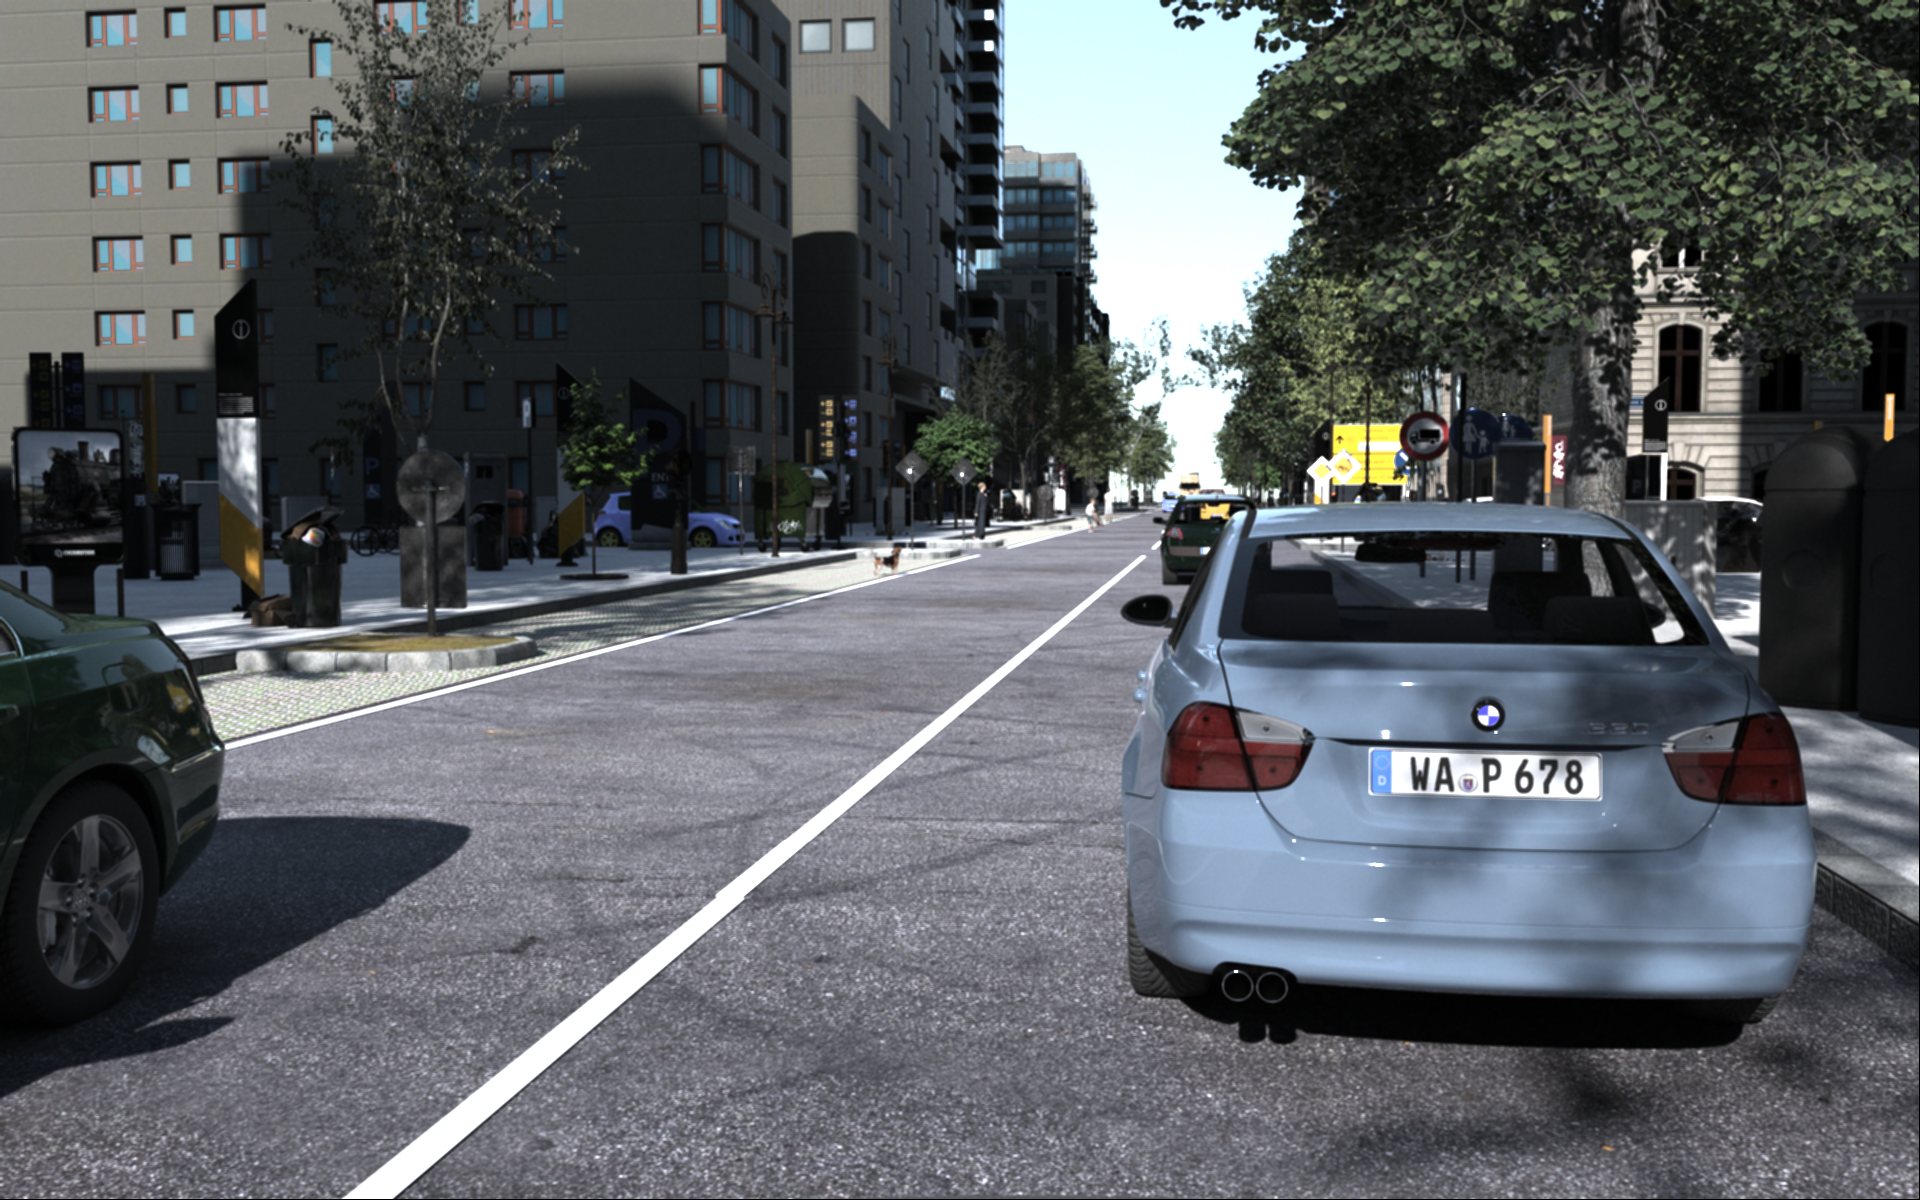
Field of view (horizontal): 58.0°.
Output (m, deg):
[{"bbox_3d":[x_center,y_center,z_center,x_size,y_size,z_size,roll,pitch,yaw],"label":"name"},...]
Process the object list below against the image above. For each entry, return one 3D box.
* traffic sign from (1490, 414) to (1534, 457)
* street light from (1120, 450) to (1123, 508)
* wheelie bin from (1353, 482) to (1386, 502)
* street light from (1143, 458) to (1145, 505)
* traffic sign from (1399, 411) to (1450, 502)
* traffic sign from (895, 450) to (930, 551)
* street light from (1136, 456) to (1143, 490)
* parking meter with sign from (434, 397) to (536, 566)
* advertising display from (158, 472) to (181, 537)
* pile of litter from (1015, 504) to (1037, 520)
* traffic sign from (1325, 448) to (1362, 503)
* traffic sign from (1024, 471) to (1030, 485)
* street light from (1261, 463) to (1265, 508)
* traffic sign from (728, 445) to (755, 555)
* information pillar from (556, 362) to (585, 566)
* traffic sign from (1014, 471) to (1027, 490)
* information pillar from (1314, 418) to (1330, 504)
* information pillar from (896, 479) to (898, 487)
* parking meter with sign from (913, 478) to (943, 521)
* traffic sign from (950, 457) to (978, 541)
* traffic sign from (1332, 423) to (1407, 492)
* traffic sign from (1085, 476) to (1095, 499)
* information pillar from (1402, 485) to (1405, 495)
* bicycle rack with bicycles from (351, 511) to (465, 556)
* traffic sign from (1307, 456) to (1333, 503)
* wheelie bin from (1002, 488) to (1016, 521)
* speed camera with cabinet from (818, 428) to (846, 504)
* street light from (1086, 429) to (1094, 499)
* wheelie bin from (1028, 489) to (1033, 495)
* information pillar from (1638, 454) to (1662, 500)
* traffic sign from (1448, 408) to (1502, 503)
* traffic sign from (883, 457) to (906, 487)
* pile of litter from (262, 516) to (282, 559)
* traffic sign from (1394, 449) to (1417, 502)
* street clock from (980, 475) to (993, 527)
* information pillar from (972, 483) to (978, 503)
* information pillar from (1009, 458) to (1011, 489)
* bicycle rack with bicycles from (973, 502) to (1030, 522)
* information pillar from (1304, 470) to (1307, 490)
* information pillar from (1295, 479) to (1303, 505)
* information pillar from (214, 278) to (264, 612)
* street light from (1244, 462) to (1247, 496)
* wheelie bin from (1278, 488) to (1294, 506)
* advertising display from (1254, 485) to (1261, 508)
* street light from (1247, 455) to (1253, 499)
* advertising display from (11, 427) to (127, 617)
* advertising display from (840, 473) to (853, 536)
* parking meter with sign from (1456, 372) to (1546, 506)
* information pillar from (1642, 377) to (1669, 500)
[{"bbox_3d":[8.727,-1.684,27.636,0.768,2.556,0.104,1,4,12],"label":"traffic sign"},{"bbox_3d":[14.742,-11.369,158.668,0.468,5.910,1.993,1,4,8],"label":"street light"},{"bbox_3d":[11.117,-2.386,46.920,0.980,1.594,0.693,-3,5,-42],"label":"wheelie bin"},{"bbox_3d":[21.847,-14.257,205.890,0.468,5.910,1.993,1,4,8],"label":"street light"},{"bbox_3d":[7.146,-1.625,26.681,0.768,2.556,0.104,1,4,11],"label":"traffic sign"},{"bbox_3d":[-1.079,-2.176,39.224,0.795,2.450,0.064,1,4,8],"label":"traffic sign"},{"bbox_3d":[19.808,-13.485,193.261,0.468,5.910,1.993,1,4,8],"label":"street light"},{"bbox_3d":[-8.512,-2.125,31.008,1.738,3.016,0.543,-2,4,-30],"label":"parking meter with sign"},{"bbox_3d":[-23.584,-2.822,51.361,0.123,1.923,0.974,2,4,33],"label":"advertising display"},{"bbox_3d":[3.083,-4.455,86.804,1.719,0.858,1.176,-1,4,-13],"label":"pile of litter"},{"bbox_3d":[8.357,-2.089,37.797,0.795,2.450,0.064,1,4,8],"label":"traffic sign"},{"bbox_3d":[3.594,-5.911,96.753,0.768,2.556,0.104,1,4,12],"label":"traffic sign"},{"bbox_3d":[21.918,-9.358,125.794,0.468,5.910,1.993,1,4,8],"label":"street light"},{"bbox_3d":[-4.597,-2.095,36.380,0.606,2.300,0.079,1,4,16],"label":"traffic sign"},{"bbox_3d":[-6.904,-2.404,30.662,0.504,3.616,0.183,1,4,10],"label":"information pillar"},{"bbox_3d":[3.368,-5.890,96.408,0.768,2.556,0.104,1,4,15],"label":"traffic sign"},{"bbox_3d":[11.192,-3.799,53.468,0.504,3.616,0.183,-1,4,-17],"label":"information pillar"},{"bbox_3d":[-2.925,-4.763,82.362,0.304,2.012,0.304,1,4,16],"label":"information pillar"},{"bbox_3d":[-1.530,-5.387,84.335,1.738,3.016,0.543,2,4,34],"label":"parking meter with sign"},{"bbox_3d":[0.102,-2.659,47.122,0.795,2.450,0.064,1,4,8],"label":"traffic sign"},{"bbox_3d":[11.852,-3.439,50.098,2.265,3.308,0.079,1,4,18],"label":"traffic sign"},{"bbox_3d":[9.109,-7.425,121.504,0.768,2.556,0.104,1,4,13],"label":"traffic sign"},{"bbox_3d":[21.993,-5.781,85.876,0.183,3.616,0.504,0,4,3],"label":"information pillar"},{"bbox_3d":[-11.654,-1.451,37.103,2.925,0.926,2.852,-2,4,-26],"label":"bicycle rack with bicycles"},{"bbox_3d":[9.539,-2.572,45.695,0.795,2.450,0.064,1,4,8],"label":"traffic sign"},{"bbox_3d":[2.368,-4.649,83.921,0.693,1.594,0.980,0,4,-6],"label":"wheelie bin"},{"bbox_3d":[-4.475,-3.534,52.117,2.038,3.252,0.660,2,4,24],"label":"speed camera with cabinet"},{"bbox_3d":[9.458,-9.206,123.307,0.468,5.910,1.993,1,4,8],"label":"street light"},{"bbox_3d":[4.849,-6.471,113.708,0.980,1.594,0.693,-2,4,-24],"label":"wheelie bin"},{"bbox_3d":[12.657,-1.672,31.824,0.304,2.012,0.304,-1,4,-11],"label":"information pillar"},{"bbox_3d":[7.654,-1.571,25.791,0.768,2.556,0.104,1,4,13],"label":"traffic sign"},{"bbox_3d":[-2.250,-3.672,60.045,0.884,2.594,0.081,1,4,15],"label":"traffic sign"},{"bbox_3d":[-13.689,-1.249,34.379,1.719,0.858,1.176,-3,4,-37],"label":"pile of litter"},{"bbox_3d":[12.052,-2.843,46.591,0.768,2.556,0.104,1,4,11],"label":"traffic sign"},{"bbox_3d":[1.034,-3.836,67.284,0.471,2.002,0.358,-3,5,-40],"label":"street clock"},{"bbox_3d":[0.943,-6.431,109.640,0.304,2.012,0.304,-3,5,-44],"label":"information pillar"},{"bbox_3d":[3.228,-7.404,112.408,0.183,3.616,0.504,1,4,8],"label":"information pillar"},{"bbox_3d":[2.073,-4.088,80.226,2.925,0.926,2.852,-3,4,-38],"label":"bicycle rack with bicycles"},{"bbox_3d":[23.788,-7.850,119.703,0.183,3.616,0.504,-2,4,-27],"label":"information pillar"},{"bbox_3d":[16.786,-4.975,85.828,0.304,2.012,0.304,-1,4,-19],"label":"information pillar"},{"bbox_3d":[-7.854,-1.685,18.902,0.504,3.616,0.183,1,4,12],"label":"information pillar"},{"bbox_3d":[32.335,-13.609,195.287,0.468,5.910,1.993,1,4,8],"label":"street light"},{"bbox_3d":[18.080,-5.397,96.143,0.693,1.594,0.980,-3,4,-37],"label":"wheelie bin"},{"bbox_3d":[20.421,-6.955,118.927,0.123,1.923,0.974,-1,4,-10],"label":"advertising display"},{"bbox_3d":[27.078,-11.473,160.373,0.468,5.910,1.993,1,4,8],"label":"street light"},{"bbox_3d":[-8.649,-0.712,16.850,0.974,1.923,0.123,-3,4,-39],"label":"advertising display"},{"bbox_3d":[-3.658,-2.937,53.241,0.974,1.923,0.123,3,5,41],"label":"advertising display"},{"bbox_3d":[8.025,-1.748,24.842,1.738,3.016,0.543,1,4,10],"label":"parking meter with sign"},{"bbox_3d":[14.003,-2.663,34.897,0.504,3.616,0.183,1,4,8],"label":"information pillar"}]
